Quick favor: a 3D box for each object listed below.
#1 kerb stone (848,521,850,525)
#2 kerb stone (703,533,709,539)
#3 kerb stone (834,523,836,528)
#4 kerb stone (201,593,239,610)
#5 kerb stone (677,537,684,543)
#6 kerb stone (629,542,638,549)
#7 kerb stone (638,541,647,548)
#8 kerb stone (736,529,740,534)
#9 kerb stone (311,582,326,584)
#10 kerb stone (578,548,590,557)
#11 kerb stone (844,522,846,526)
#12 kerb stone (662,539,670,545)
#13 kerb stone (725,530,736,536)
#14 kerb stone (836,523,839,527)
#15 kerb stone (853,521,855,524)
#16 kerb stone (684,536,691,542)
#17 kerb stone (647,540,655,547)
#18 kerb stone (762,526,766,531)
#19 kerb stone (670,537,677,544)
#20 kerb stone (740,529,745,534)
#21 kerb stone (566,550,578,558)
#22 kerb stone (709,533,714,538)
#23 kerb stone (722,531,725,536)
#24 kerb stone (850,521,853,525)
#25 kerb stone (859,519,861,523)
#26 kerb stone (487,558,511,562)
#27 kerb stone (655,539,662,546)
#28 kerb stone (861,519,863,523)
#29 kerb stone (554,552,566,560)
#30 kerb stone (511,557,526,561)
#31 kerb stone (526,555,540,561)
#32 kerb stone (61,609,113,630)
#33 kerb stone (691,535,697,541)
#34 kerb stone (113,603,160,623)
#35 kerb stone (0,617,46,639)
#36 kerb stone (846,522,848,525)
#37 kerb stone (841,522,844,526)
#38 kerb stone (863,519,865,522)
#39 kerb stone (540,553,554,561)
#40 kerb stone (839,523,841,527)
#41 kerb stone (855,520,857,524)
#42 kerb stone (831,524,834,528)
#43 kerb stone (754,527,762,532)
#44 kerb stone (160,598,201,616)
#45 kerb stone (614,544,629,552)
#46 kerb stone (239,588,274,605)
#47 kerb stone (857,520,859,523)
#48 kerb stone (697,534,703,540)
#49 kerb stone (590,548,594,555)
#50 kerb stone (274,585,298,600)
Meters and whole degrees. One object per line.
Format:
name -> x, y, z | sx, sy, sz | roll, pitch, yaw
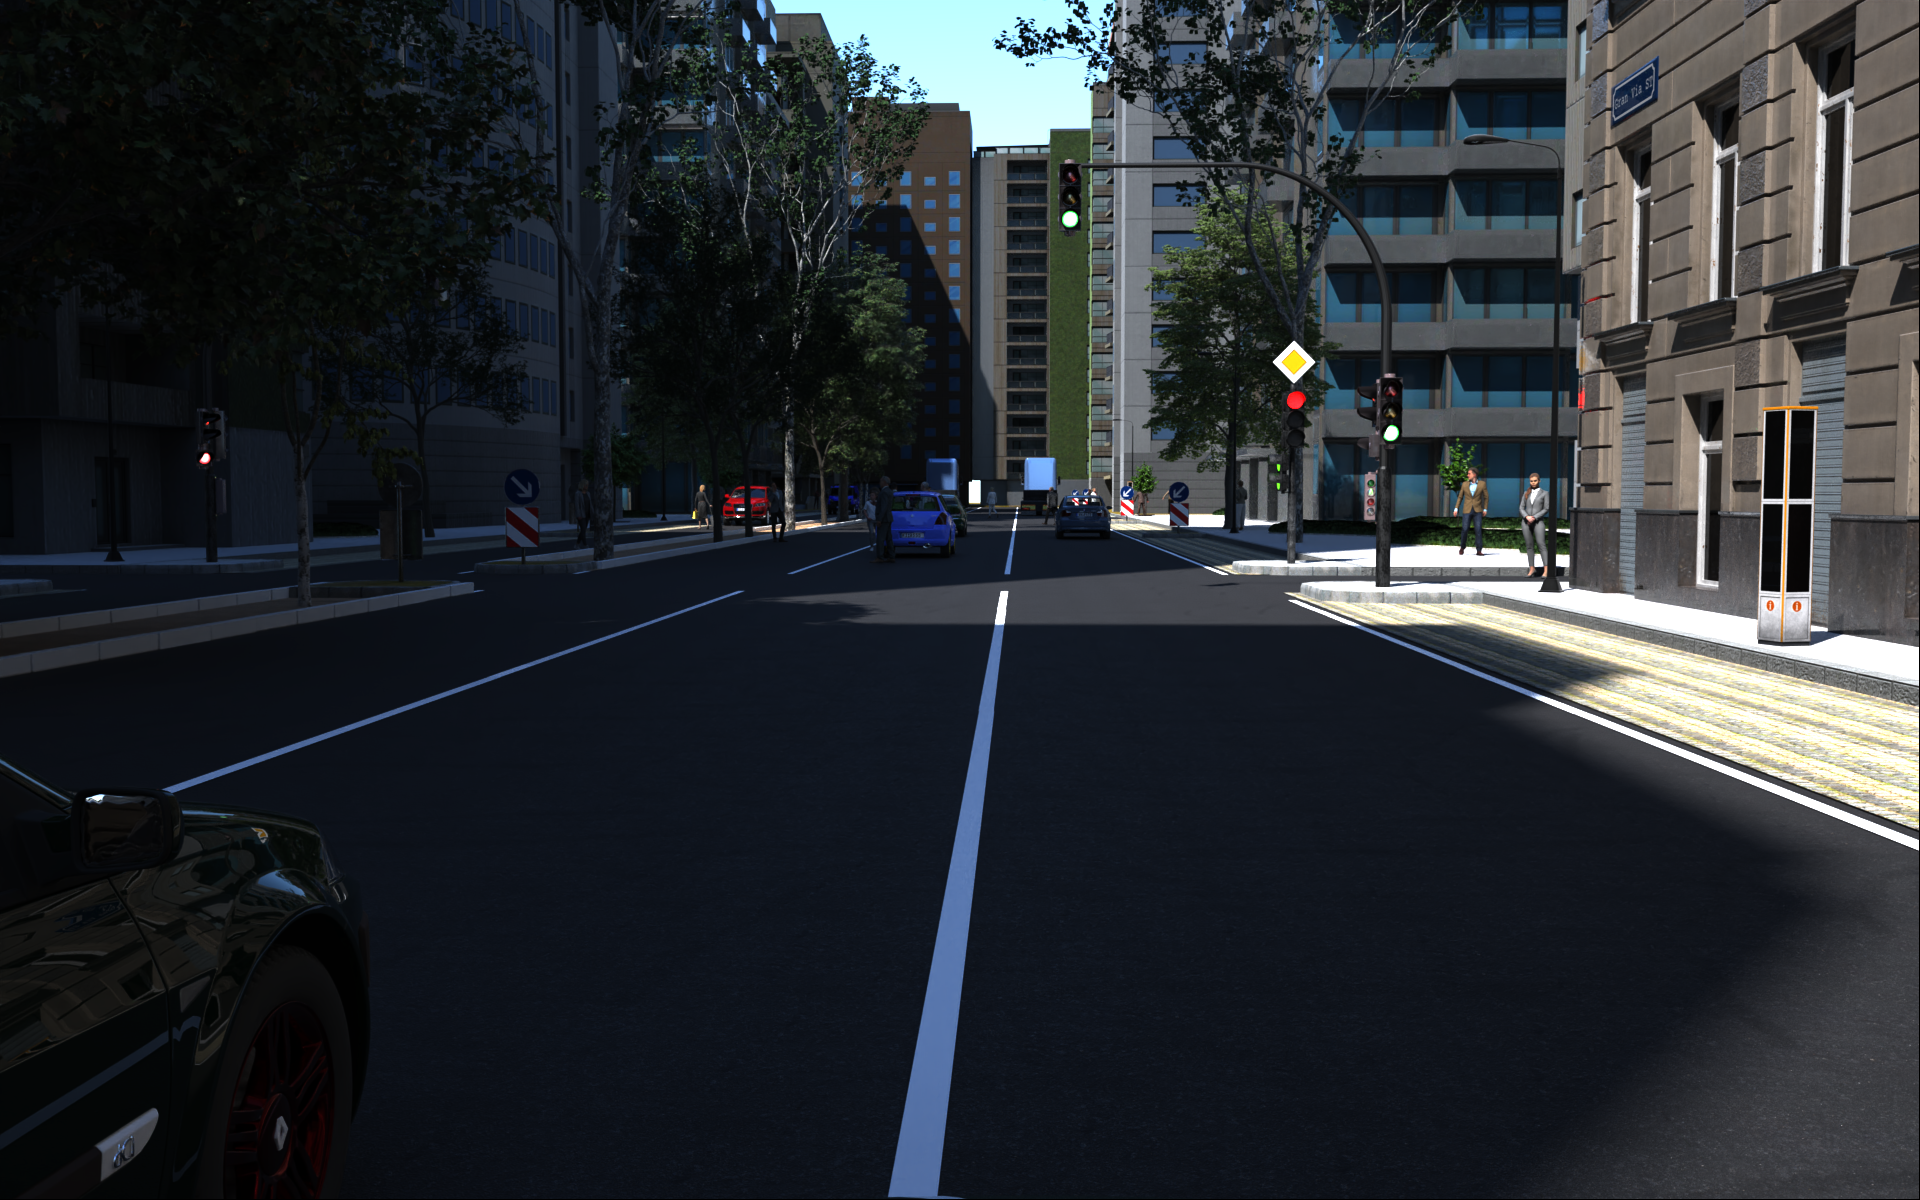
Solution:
kerb stone -> -5.248, -3.502, 79.452 | 0.120, 0.150, 1.000 | 0, 4, 2
kerb stone -> -8.190, -2.005, 54.972 | 0.120, 0.150, 1.000 | 0, 4, 2
kerb stone -> -5.457, -3.127, 73.315 | 0.120, 0.150, 1.000 | 0, 4, 2
kerb stone -> -9.340, 0.032, 21.677 | 0.120, 0.150, 1.000 | 0, 4, 2
kerb stone -> -8.334, -1.754, 50.883 | 0.120, 0.150, 1.000 | 0, 4, 2
kerb stone -> -8.545, -1.379, 44.736 | 0.120, 0.150, 1.000 | 0, 4, 2
kerb stone -> -8.512, -1.441, 45.765 | 0.120, 0.150, 1.000 | 0, 4, 2
kerb stone -> -7.989, -2.372, 61.122 | 0.120, 0.150, 1.000 | 0, 4, 2
kerb stone -> -9.245, -0.156, 24.753 | 0.120, 0.150, 1.000 | 0, 4, 2
kerb stone -> -8.716, -1.065, 39.614 | 0.120, 0.150, 1.000 | 0, 4, 2
kerb stone -> -5.316, -3.376, 77.406 | 0.120, 0.150, 1.000 | 0, 4, 2
kerb stone -> -8.407, -1.629, 48.830 | 0.120, 0.150, 1.000 | 0, 4, 2
kerb stone -> -8.017, -2.318, 60.099 | 0.120, 0.150, 1.000 | 0, 4, 2
kerb stone -> -5.415, -3.189, 74.337 | 0.120, 0.150, 1.000 | 0, 4, 2
kerb stone -> -5.174, -3.627, 81.502 | 0.120, 0.150, 1.000 | 0, 4, 2
kerb stone -> -8.295, -1.817, 51.904 | 0.120, 0.150, 1.000 | 0, 4, 2
kerb stone -> -8.483, -1.503, 46.787 | 0.120, 0.150, 1.000 | 0, 4, 2
kerb stone -> -7.773, -2.755, 67.272 | 0.120, 0.150, 1.000 | 0, 4, 2
kerb stone -> -8.370, -1.685, 49.861 | 0.120, 0.150, 1.000 | 0, 4, 2
kerb stone -> -7.949, -2.437, 62.143 | 0.120, 0.150, 1.000 | 0, 4, 2
kerb stone -> -8.754, -1.002, 38.592 | 0.120, 0.150, 1.000 | 0, 4, 2
kerb stone -> -8.158, -2.067, 55.993 | 0.120, 0.150, 1.000 | 0, 4, 2
kerb stone -> -8.096, -2.189, 58.037 | 0.120, 0.150, 1.000 | 0, 4, 2
kerb stone -> -5.214, -3.563, 80.481 | 0.120, 0.150, 1.000 | 0, 4, 2
kerb stone -> -5.071, -3.807, 84.574 | 0.120, 0.150, 1.000 | 0, 4, 2
kerb stone -> -8.930, -0.689, 33.477 | 0.120, 0.150, 1.000 | 0, 4, 2
kerb stone -> -8.450, -1.562, 47.809 | 0.120, 0.150, 1.000 | 0, 4, 2
kerb stone -> -5.042, -3.878, 85.596 | 0.120, 0.150, 1.000 | 0, 4, 2
kerb stone -> -8.793, -0.940, 37.566 | 0.120, 0.150, 1.000 | 0, 4, 2
kerb stone -> -8.901, -0.753, 34.501 | 0.120, 0.150, 1.000 | 0, 4, 2
kerb stone -> -8.868, -0.815, 35.523 | 0.120, 0.150, 1.000 | 0, 4, 2
kerb stone -> -9.448, 0.220, 18.603 | 0.120, 0.150, 1.000 | 0, 4, 2
kerb stone -> -8.264, -1.880, 52.928 | 0.120, 0.150, 1.000 | 0, 4, 2
kerb stone -> -9.407, 0.160, 19.624 | 0.120, 0.150, 1.000 | 0, 4, 2
kerb stone -> -9.487, 0.282, 17.582 | 0.120, 0.150, 1.000 | 0, 4, 2
kerb stone -> -5.281, -3.439, 78.430 | 0.120, 0.150, 1.000 | 0, 4, 2
kerb stone -> -5.351, -3.314, 76.384 | 0.120, 0.150, 1.000 | 0, 4, 2
kerb stone -> -5.004, -3.940, 86.617 | 0.120, 0.150, 1.000 | 0, 4, 2
kerb stone -> -8.821, -0.877, 36.544 | 0.120, 0.150, 1.000 | 0, 4, 2
kerb stone -> -5.383, -3.252, 75.362 | 0.120, 0.150, 1.000 | 0, 4, 2
kerb stone -> -5.135, -3.689, 82.524 | 0.120, 0.150, 1.000 | 0, 4, 2
kerb stone -> -5.498, -3.063, 72.283 | 0.120, 0.150, 1.000 | 0, 4, 2
kerb stone -> -7.796, -2.694, 66.247 | 0.120, 0.150, 1.000 | 0, 4, 2
kerb stone -> -9.382, 0.098, 20.656 | 0.120, 0.150, 1.000 | 0, 4, 2
kerb stone -> -8.586, -1.316, 43.714 | 0.120, 0.150, 1.000 | 0, 4, 2
kerb stone -> -9.308, -0.031, 22.707 | 0.120, 0.150, 1.000 | 0, 4, 2
kerb stone -> -5.113, -3.751, 83.546 | 0.120, 0.150, 1.000 | 0, 4, 2
kerb stone -> -8.229, -1.940, 53.950 | 0.120, 0.150, 1.000 | 0, 4, 2
kerb stone -> -8.683, -1.128, 40.635 | 0.120, 0.150, 1.000 | 0, 4, 2
kerb stone -> -9.264, -0.094, 23.728 | 0.120, 0.150, 1.000 | 0, 4, 2
